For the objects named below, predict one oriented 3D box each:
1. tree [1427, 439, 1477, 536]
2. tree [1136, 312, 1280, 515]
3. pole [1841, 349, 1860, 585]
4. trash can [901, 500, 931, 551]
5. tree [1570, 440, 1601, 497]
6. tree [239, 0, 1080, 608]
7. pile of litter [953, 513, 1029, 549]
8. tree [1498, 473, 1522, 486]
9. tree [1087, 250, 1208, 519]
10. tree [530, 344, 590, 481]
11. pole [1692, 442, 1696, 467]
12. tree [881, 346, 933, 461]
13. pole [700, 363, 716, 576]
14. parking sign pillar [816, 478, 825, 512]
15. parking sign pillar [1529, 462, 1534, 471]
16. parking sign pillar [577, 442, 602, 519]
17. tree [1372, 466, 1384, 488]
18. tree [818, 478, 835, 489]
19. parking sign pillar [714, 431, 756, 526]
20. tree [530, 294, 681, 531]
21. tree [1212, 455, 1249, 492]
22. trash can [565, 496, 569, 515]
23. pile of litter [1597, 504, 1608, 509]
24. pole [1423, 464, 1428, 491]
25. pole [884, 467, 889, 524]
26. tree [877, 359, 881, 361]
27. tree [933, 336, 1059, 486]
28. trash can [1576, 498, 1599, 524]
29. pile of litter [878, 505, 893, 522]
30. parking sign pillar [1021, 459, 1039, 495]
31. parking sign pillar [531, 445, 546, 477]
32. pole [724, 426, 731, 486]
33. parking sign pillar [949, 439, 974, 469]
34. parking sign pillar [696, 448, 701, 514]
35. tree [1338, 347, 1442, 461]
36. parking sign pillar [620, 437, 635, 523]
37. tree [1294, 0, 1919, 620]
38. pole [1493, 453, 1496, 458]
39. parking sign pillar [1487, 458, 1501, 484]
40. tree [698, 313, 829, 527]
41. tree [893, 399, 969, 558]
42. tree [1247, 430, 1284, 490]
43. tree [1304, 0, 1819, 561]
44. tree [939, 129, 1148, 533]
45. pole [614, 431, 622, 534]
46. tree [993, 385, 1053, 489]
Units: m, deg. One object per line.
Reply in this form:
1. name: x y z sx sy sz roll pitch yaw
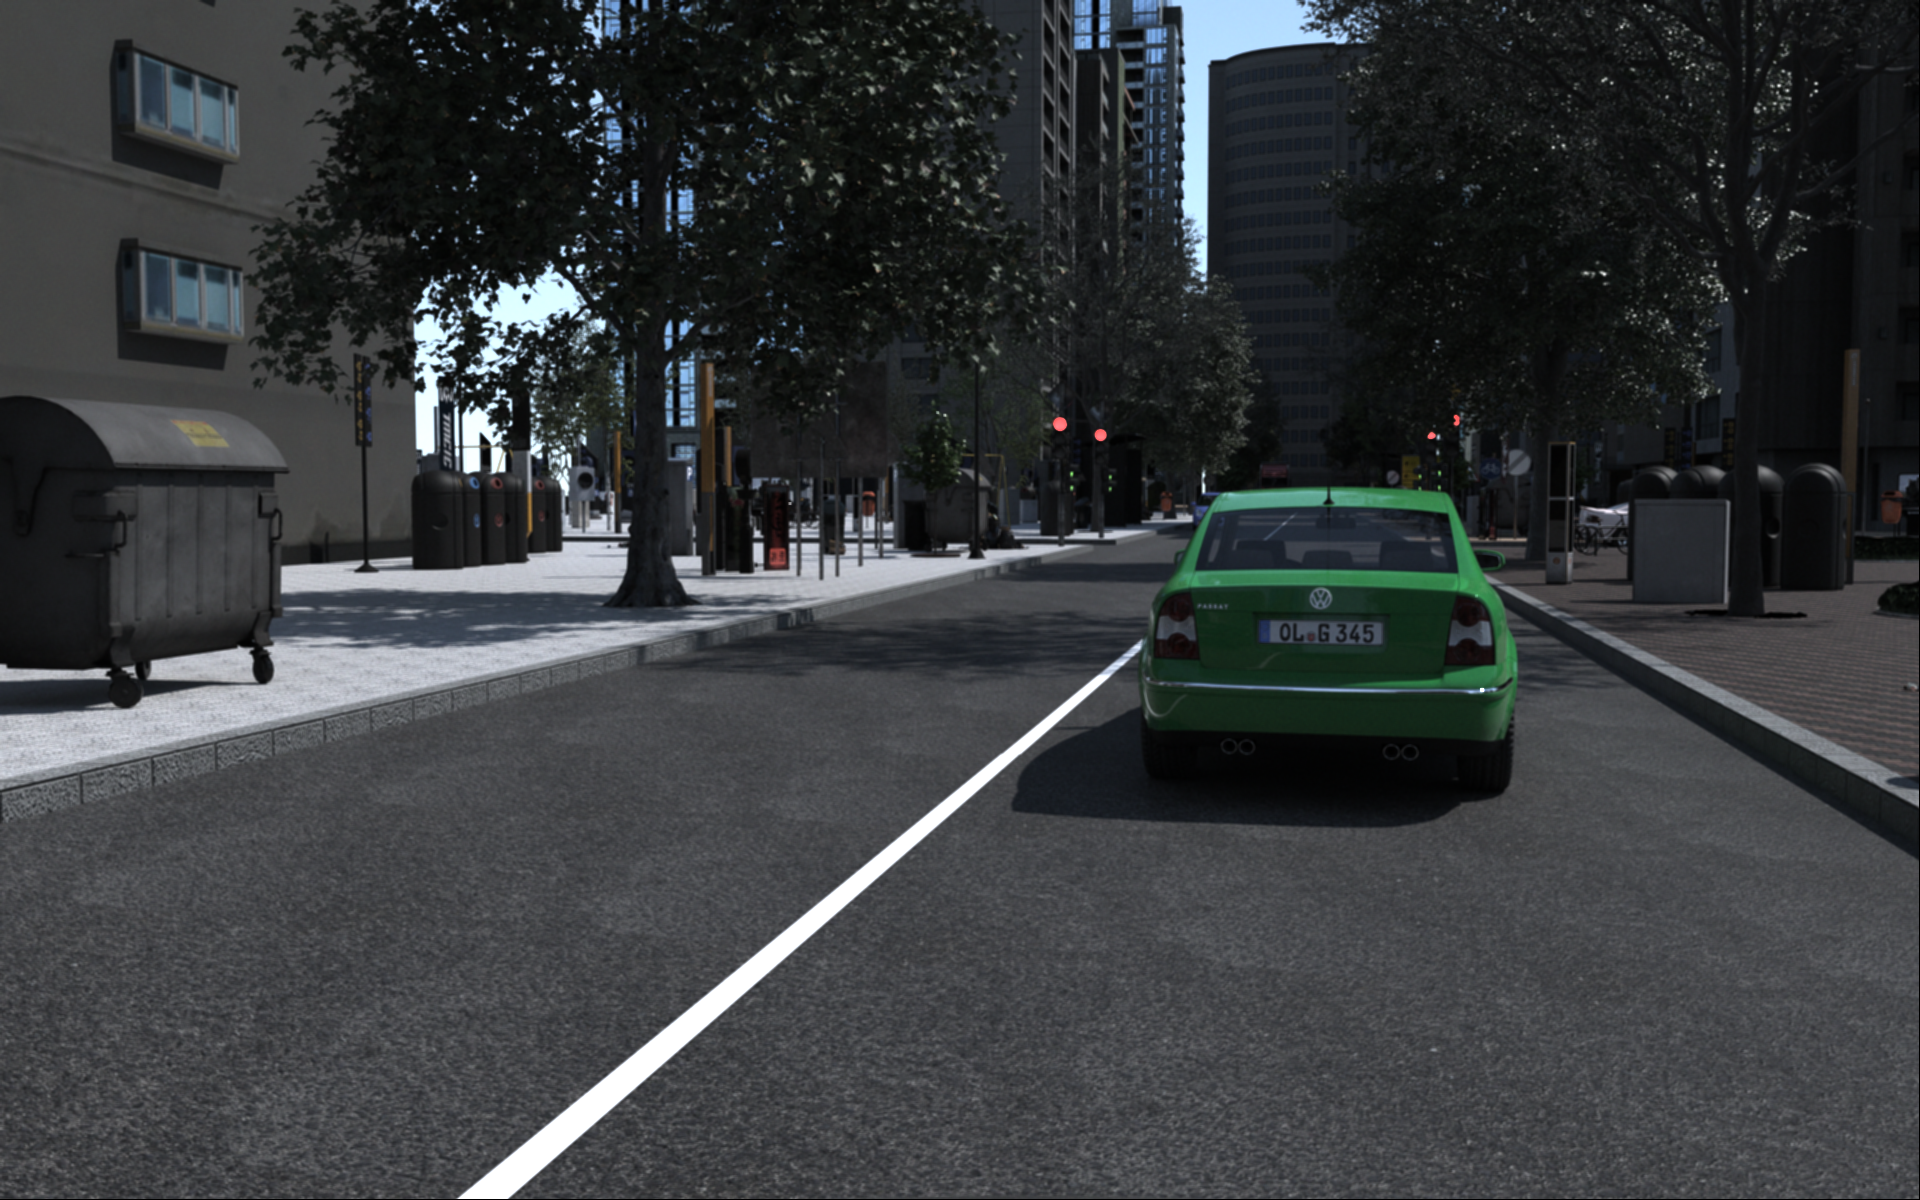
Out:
1. tree: 14.904 -3.567 52.916 1.663 3.219 1.824 0 3 0
2. tree: 13.972 -11.445 105.254 7.486 12.596 7.792 0 3 0
3. pole: 12.589 -1.877 24.532 0.158 3.312 0.155 0 3 0
4. trash can: -0.961 -1.698 39.422 0.748 1.137 0.748 0 3 0
5. tree: 21.355 -4.031 60.501 1.663 3.219 1.824 0 3 0
6. tree: -3.444 -6.274 19.590 9.611 12.733 9.660 0 3 0
7. pile of litter: 0.719 -1.629 40.595 1.719 0.858 1.176 1 4 23
8. tree: 25.289 -5.170 79.132 1.663 3.219 1.824 0 3 0
9. tree: 10.788 -11.160 89.114 9.857 13.997 8.962 0 3 0
10. tree: -18.445 -7.844 78.619 4.360 8.622 3.978 0 3 0
11. pole: 28.840 -4.549 68.214 0.158 3.312 0.155 0 3 0
12. tree: -3.098 -8.243 85.131 4.360 8.622 3.978 0 3 0
13. pole: -3.948 -2.036 27.129 0.158 3.312 0.155 0 3 0
14. parking sign pillar: -9.177 -7.795 115.914 1.447 3.967 1.447 -1 4 -20
15. parking sign pillar: 34.387 -7.168 105.676 1.447 3.967 1.447 1 4 23
16. parking sign pillar: -18.947 -6.090 88.041 1.447 3.967 1.447 2 4 34
17. tree: 26.360 -6.942 108.110 1.663 3.219 1.824 0 3 0
18. tree: -7.223 -9.036 98.093 4.737 8.622 4.395 0 3 0
19. parking sign pillar: -8.907 -5.004 70.295 1.447 3.967 1.447 3 5 41
20. tree: -12.082 -6.737 60.512 4.737 8.622 4.395 0 3 0
21. tree: 21.542 -9.418 137.697 4.285 4.588 4.351 0 3 0
22. trash can: -23.813 -5.653 104.081 0.748 1.137 0.748 0 3 0
23. pile of litter: 28.207 -3.825 76.507 1.176 0.858 1.719 -1 4 -9
24. pole: 15.142 -3.816 56.240 0.158 3.312 0.155 0 3 0
25. pole: -3.201 -4.992 75.464 0.158 3.312 0.155 0 3 0
26. tree: -6.256 -7.536 73.571 4.360 8.622 3.978 0 3 0
27. tree: 2.059 -10.820 102.661 9.928 11.665 9.643 0 3 0
28. trash can: 21.300 -2.886 58.837 0.748 1.137 0.748 0 3 0
29. pile of litter: -3.339 -4.059 80.329 1.176 0.858 1.719 1 4 9
30. parking sign pillar: 5.098 -8.392 125.686 1.447 3.967 1.447 -2 4 -30
31. parking sign pillar: -22.527 -6.435 93.677 1.447 3.967 1.447 -2 4 -24
32. pole: -7.001 -3.572 52.240 0.158 3.312 0.155 0 3 0
33. parking sign pillar: -0.025 -5.345 75.864 1.447 3.967 1.447 -1 4 -10
34. parking sign pillar: -10.563 -5.220 73.821 1.447 3.967 1.447 0 4 5
35. tree: 29.112 -11.659 116.380 9.928 11.665 9.643 0 3 0
36. parking sign pillar: -14.546 -5.406 76.857 1.447 3.967 1.447 0 4 2
37. tree: 8.242 -6.580 17.953 12.009 13.543 11.850 0 3 0
38. pole: 26.231 -5.579 85.062 0.158 3.312 0.155 0 3 0
39. parking sign pillar: 36.024 -7.815 116.240 1.447 3.967 1.447 -2 4 -25
40. tree: -6.857 -6.583 57.987 4.360 8.622 3.978 0 3 0
41. tree: -0.640 -2.496 35.407 1.663 3.219 1.824 0 3 0
42. tree: 31.451 -15.482 187.540 8.767 10.594 7.601 3 4 36
43. tree: 11.164 -7.731 33.054 9.857 13.997 8.962 0 3 0
44. tree: 4.647 -9.021 57.864 12.009 13.543 11.850 0 3 0
45. pole: -11.133 -3.820 56.308 0.158 3.312 0.155 0 3 0
46. tree: 4.453 -9.945 112.963 4.737 8.622 4.395 0 3 0
